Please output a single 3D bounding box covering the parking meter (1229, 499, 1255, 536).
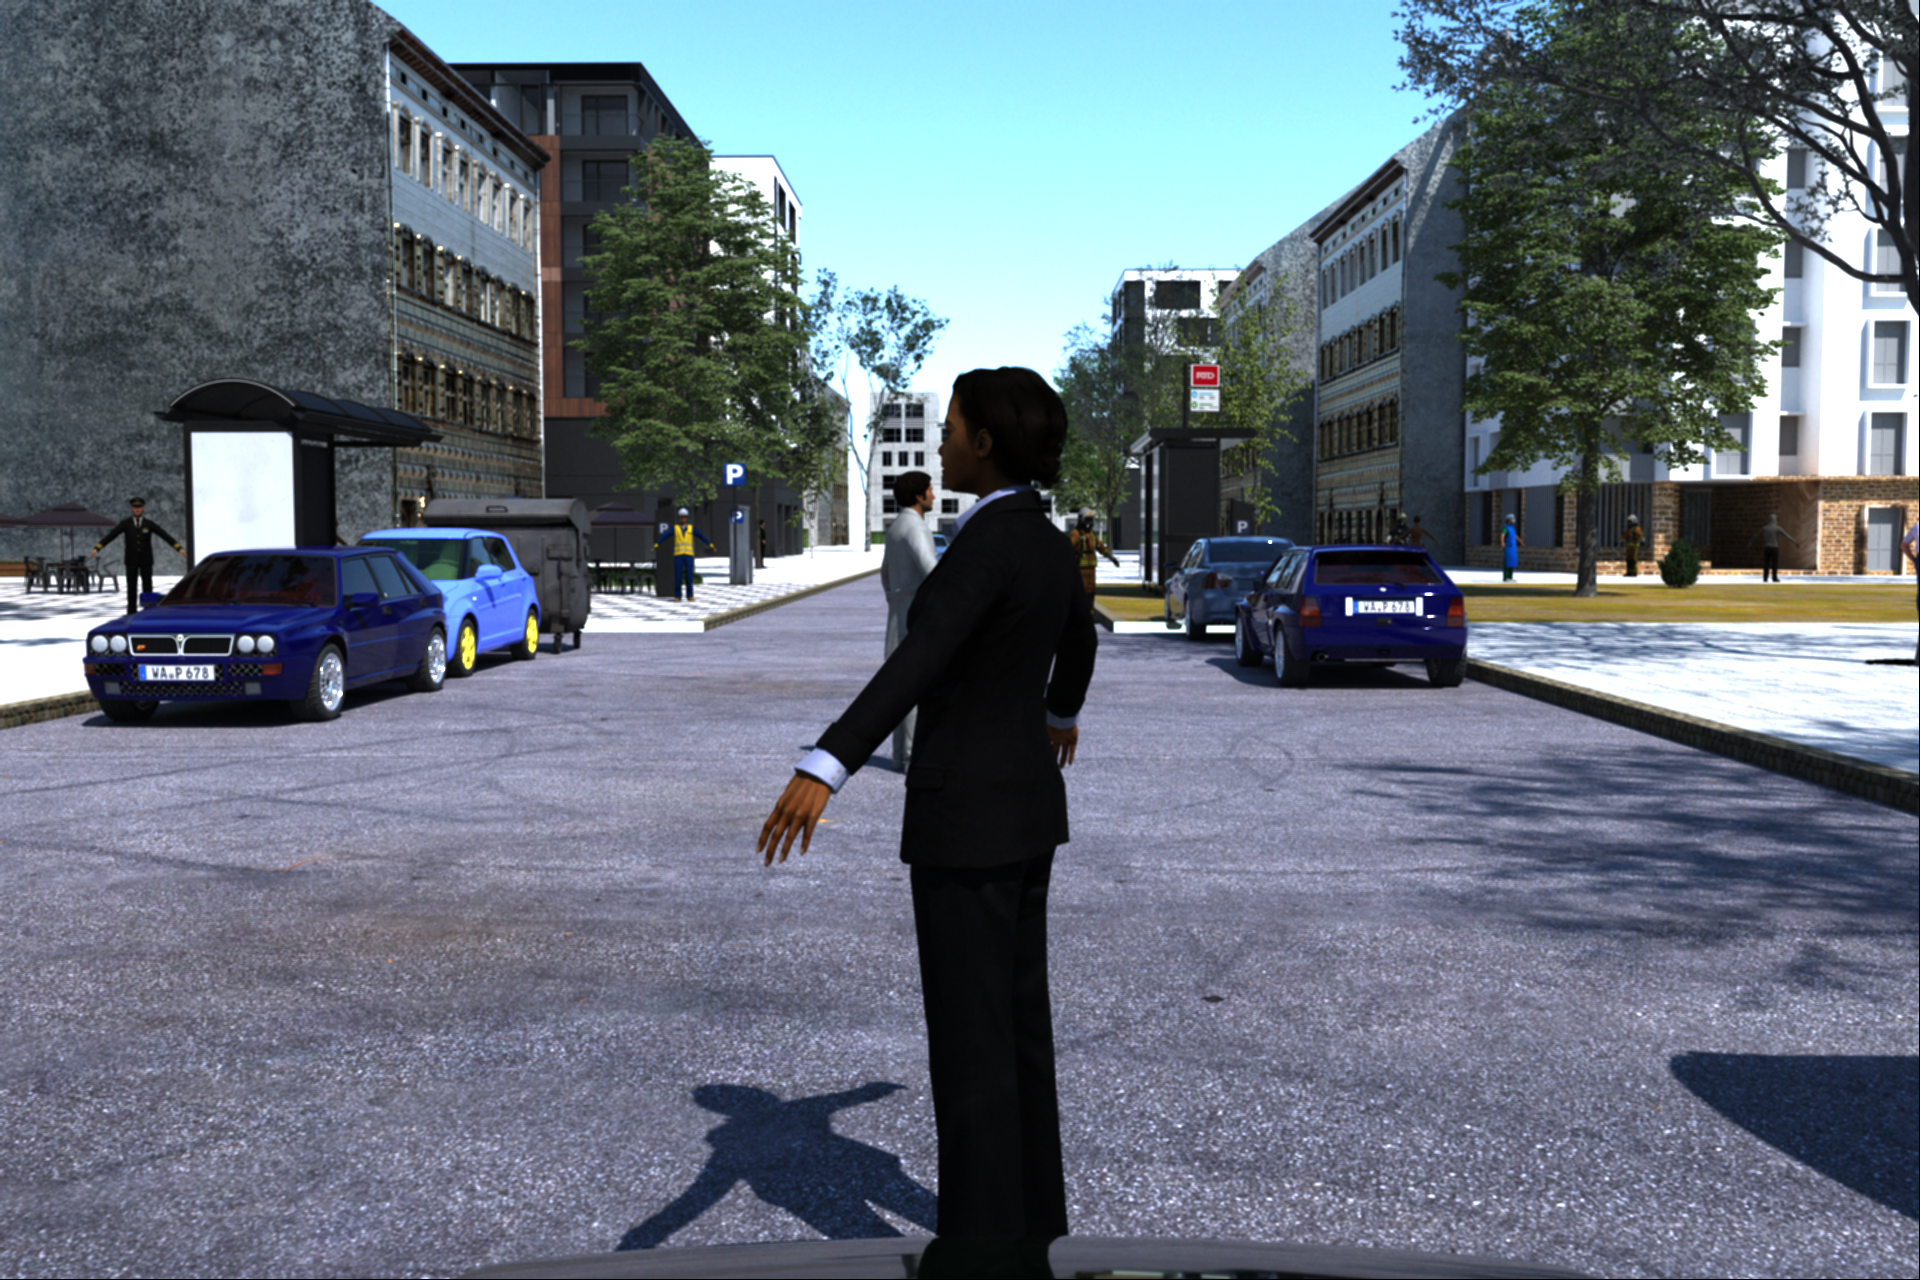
[{"bbox_3d":[4.652,-1.398,28.570,0.399,1.863,0.255,0,4,2],"label":"parking meter"}]

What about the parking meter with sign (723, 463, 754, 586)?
[{"bbox_3d":[-5.522,-2.891,43.521,0.543,3.016,1.738,0,4,1],"label":"parking meter with sign"}]

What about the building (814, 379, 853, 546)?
[{"bbox_3d":[-22.490,-22.104,192.329,19.493,23.208,18.063,0,4,2],"label":"building"}]

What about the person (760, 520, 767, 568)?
[{"bbox_3d":[-7.376,-3.577,64.669,0.705,1.806,1.347,0,4,-6],"label":"person"}]

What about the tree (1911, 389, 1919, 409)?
[{"bbox_3d":[28.288,-6.686,43.731,7.601,10.594,8.767,-1,4,-19],"label":"tree"}]

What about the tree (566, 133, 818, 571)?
[{"bbox_3d":[-7.689,-8.068,50.032,7.486,12.596,7.792,0,3,0],"label":"tree"}]

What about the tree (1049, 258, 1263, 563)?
[{"bbox_3d":[8.429,-10.205,77.217,12.009,13.543,11.850,0,3,0],"label":"tree"}]

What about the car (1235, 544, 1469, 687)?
[{"bbox_3d":[3.868,-0.308,17.617,1.945,1.354,3.894,0,4,0],"label":"car"}]

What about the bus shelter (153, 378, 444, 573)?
[{"bbox_3d":[-9.391,-1.917,25.273,2.014,3.302,5.546,0,4,1],"label":"bus shelter"}]

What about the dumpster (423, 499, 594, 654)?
[{"bbox_3d":[-5.502,-0.790,21.125,1.865,1.857,1.264,0,4,2],"label":"dumpster"}]

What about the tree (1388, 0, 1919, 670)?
[{"bbox_3d":[9.504,-6.494,16.541,12.009,13.543,11.850,0,3,0],"label":"tree"}]

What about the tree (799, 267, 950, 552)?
[{"bbox_3d":[-7.384,-16.371,123.555,12.611,20.169,13.585,0,3,0],"label":"tree"}]

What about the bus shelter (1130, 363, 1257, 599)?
[{"bbox_3d":[4.951,-3.713,38.339,2.179,5.291,8.768,0,4,2],"label":"bus shelter"}]

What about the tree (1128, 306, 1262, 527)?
[{"bbox_3d":[7.146,-6.489,56.457,4.360,8.622,3.978,0,3,0],"label":"tree"}]

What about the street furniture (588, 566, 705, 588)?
[{"bbox_3d":[-11.027,-1.809,45.207,5.734,0.657,10.072,-2,4,-32],"label":"street furniture"}]

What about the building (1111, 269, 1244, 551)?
[{"bbox_3d":[26.835,-18.711,149.903,27.936,21.610,32.646,0,4,1],"label":"building"}]

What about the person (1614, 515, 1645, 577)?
[{"bbox_3d":[20.169,-2.830,52.044,0.705,1.858,1.354,-1,4,-16],"label":"person"}]

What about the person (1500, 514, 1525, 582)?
[{"bbox_3d":[14.751,-2.463,46.399,0.704,1.817,1.347,3,5,41],"label":"person"}]

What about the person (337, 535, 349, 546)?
[{"bbox_3d":[-10.628,-1.374,28.602,1.345,1.843,0.704,1,4,12],"label":"person"}]

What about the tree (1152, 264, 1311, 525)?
[{"bbox_3d":[7.545,-5.877,46.456,4.737,8.622,4.395,0,3,0],"label":"tree"}]

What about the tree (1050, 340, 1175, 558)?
[{"bbox_3d":[8.049,-10.122,91.257,9.928,11.665,9.643,0,3,0],"label":"tree"}]

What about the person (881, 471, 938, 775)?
[{"bbox_3d":[-0.248,-0.107,10.399,0.705,1.806,1.347,-1,4,-20],"label":"person"}]

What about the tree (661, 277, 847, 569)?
[{"bbox_3d":[-7.668,-7.865,63.007,7.601,10.594,8.767,-3,5,-41],"label":"tree"}]

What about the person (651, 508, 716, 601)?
[{"bbox_3d":[-5.256,-1.621,32.965,1.216,1.772,0.721,-1,4,-11],"label":"person"}]

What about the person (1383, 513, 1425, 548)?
[{"bbox_3d":[12.329,-2.599,48.279,1.354,1.856,0.705,-1,4,-21],"label":"person"}]

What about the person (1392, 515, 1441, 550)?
[{"bbox_3d":[10.953,-2.131,41.646,1.217,1.733,0.721,0,4,2],"label":"person"}]

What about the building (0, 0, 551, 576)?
[{"bbox_3d":[-26.195,-14.053,60.690,19.493,23.208,18.063,0,4,0],"label":"building"}]

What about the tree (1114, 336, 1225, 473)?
[{"bbox_3d":[7.434,-6.982,64.522,4.360,8.622,3.978,0,3,0],"label":"tree"}]

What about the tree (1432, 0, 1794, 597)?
[{"bbox_3d":[13.143,-7.160,35.197,7.486,12.596,7.792,0,3,0],"label":"tree"}]

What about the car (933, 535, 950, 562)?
[{"bbox_3d":[-1.225,-3.520,69.554,2.014,1.417,4.499,0,4,1],"label":"car"}]

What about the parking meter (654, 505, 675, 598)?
[{"bbox_3d":[-5.952,-1.784,34.885,0.399,1.863,0.255,0,4,1],"label":"parking meter"}]

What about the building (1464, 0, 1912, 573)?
[{"bbox_3d":[24.932,-12.838,66.327,16.016,20.090,11.380,0,4,1],"label":"building"}]

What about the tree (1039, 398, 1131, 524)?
[{"bbox_3d":[8.709,-12.862,128.423,7.486,12.596,7.792,0,3,0],"label":"tree"}]

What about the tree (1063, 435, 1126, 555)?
[{"bbox_3d":[8.694,-9.655,108.214,4.737,8.622,4.395,0,3,0],"label":"tree"}]

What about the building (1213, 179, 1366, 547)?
[{"bbox_3d":[26.030,-16.679,103.635,19.493,23.208,18.063,0,4,1],"label":"building"}]

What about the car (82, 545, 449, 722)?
[{"bbox_3d":[-5.633,-0.116,14.473,1.945,1.354,3.894,0,4,1],"label":"car"}]

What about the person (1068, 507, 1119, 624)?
[{"bbox_3d":[2.008,-1.181,27.528,1.354,1.858,0.705,-3,5,-43],"label":"person"}]

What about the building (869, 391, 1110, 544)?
[{"bbox_3d":[4.611,-21.558,221.388,31.486,18.905,16.747,0,4,0],"label":"building"}]

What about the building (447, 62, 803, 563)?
[{"bbox_3d":[-24.035,-15.163,91.887,27.936,21.610,32.646,0,4,1],"label":"building"}]

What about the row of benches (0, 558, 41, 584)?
[{"bbox_3d":[-25.655,-1.763,44.284,4.104,0.672,1.422,-1,4,-11],"label":"row of benches"}]

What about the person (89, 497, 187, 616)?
[{"bbox_3d":[-12.536,-1.254,26.441,1.347,1.837,0.705,-2,4,-25],"label":"person"}]

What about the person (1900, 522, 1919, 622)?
[{"bbox_3d":[12.816,-0.968,22.807,0.436,1.711,0.756,-1,4,-16],"label":"person"}]

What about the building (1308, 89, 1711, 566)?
[{"bbox_3d":[27.117,-15.121,78.160,19.493,23.208,18.063,0,4,1],"label":"building"}]

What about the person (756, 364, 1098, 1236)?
[{"bbox_3d":[-0.012,0.362,3.254,0.721,1.740,1.216,2,4,25],"label":"person"}]

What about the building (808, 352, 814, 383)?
[{"bbox_3d":[-20.452,-19.131,169.205,16.016,20.090,11.380,0,4,1],"label":"building"}]

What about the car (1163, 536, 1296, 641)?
[{"bbox_3d":[3.944,-0.769,24.580,2.014,1.417,4.499,0,4,1],"label":"car"}]

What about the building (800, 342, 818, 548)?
[{"bbox_3d":[-22.372,-17.314,149.546,16.747,18.905,31.486,0,4,1],"label":"building"}]

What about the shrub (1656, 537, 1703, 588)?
[{"bbox_3d":[17.048,-1.829,41.026,1.383,1.207,1.383,0,3,0],"label":"shrub"}]

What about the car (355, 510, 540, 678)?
[{"bbox_3d":[-5.714,-0.540,18.419,1.945,1.707,3.694,0,4,1],"label":"car"}]

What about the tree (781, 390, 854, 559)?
[{"bbox_3d":[-7.567,-8.488,89.137,4.737,8.622,4.395,0,3,0],"label":"tree"}]

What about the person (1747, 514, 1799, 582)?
[{"bbox_3d":[21.774,-2.466,46.450,1.348,1.813,0.705,3,5,44],"label":"person"}]
